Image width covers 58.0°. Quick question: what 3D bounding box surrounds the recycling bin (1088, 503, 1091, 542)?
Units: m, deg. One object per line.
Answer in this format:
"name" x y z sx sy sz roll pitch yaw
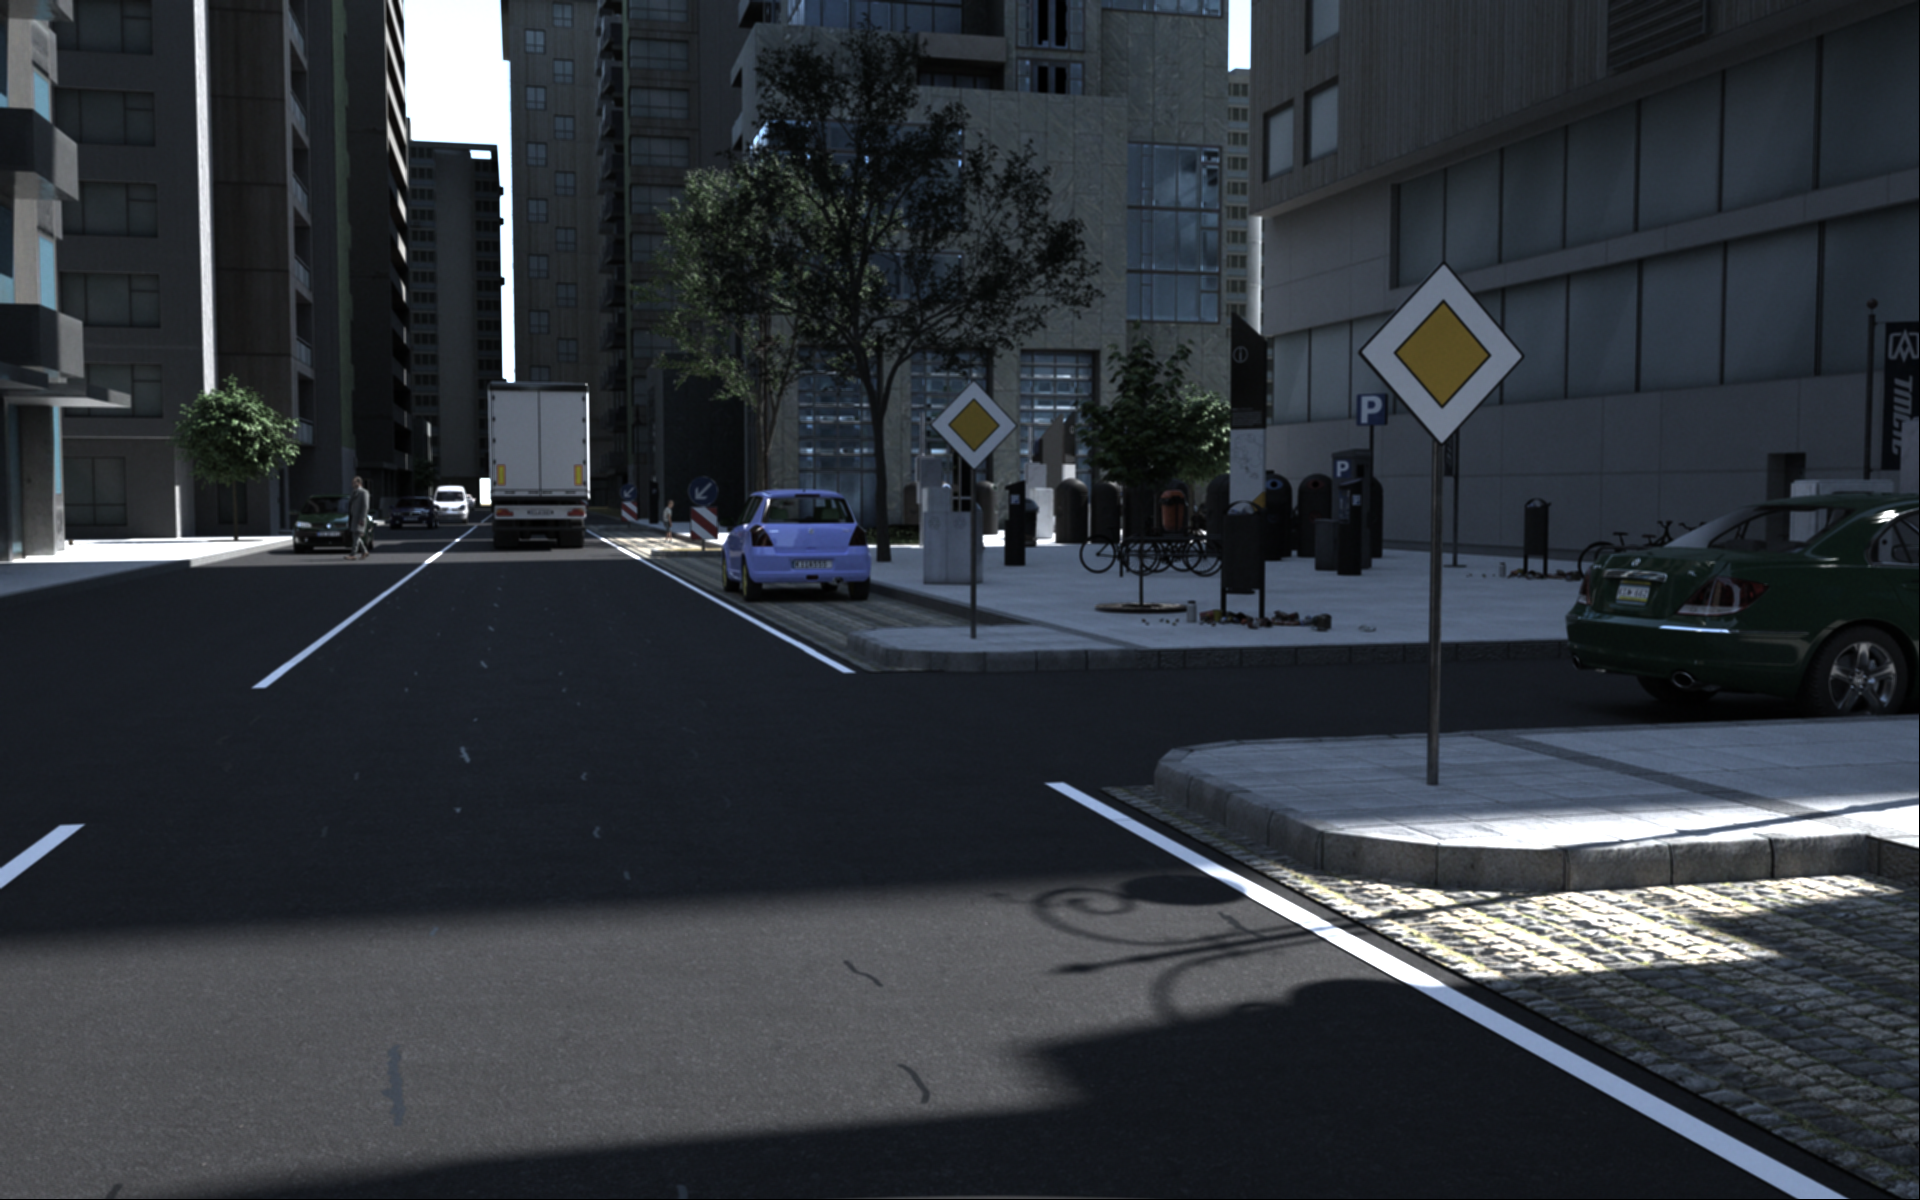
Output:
"recycling bin" 3.506 -2.091 46.738 0.722 1.027 0.722 2 4 34

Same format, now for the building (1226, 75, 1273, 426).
"building" 14.565 -28.481 157.545 23.993 40.220 32.217 -1 4 -14

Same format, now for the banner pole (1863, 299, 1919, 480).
"banner pole" 11.908 -1.970 22.228 0.863 3.779 0.401 1 4 20

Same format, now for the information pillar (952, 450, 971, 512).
"information pillar" 0.065 -1.476 28.625 0.304 2.012 0.304 -2 4 -23

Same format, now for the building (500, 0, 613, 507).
"building" -34.314 -36.415 184.618 27.495 52.752 28.713 -1 4 -14

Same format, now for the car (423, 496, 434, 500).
"car" -29.931 -5.245 98.333 1.945 1.354 3.894 -1 4 -13

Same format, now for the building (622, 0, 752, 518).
"building" -12.230 -25.425 99.297 14.154 41.232 14.086 -1 4 -14

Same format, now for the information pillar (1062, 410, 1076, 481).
"information pillar" 3.038 -3.475 48.171 0.183 3.616 0.504 3 5 44

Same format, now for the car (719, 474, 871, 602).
"car" -2.370 -0.903 24.352 1.945 1.707 3.694 -1 4 -14

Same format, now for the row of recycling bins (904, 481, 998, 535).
"row of recycling bins" -0.301 -2.846 53.652 3.534 1.692 1.069 -3 5 -41

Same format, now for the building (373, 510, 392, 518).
"building" -47.805 -24.530 92.951 32.217 40.220 23.993 -1 4 -14

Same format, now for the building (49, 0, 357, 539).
"building" -27.171 -22.641 53.775 14.154 41.232 14.086 -1 4 -14

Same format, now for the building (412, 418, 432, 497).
"building" -61.081 -50.785 143.003 31.000 86.520 22.319 -1 4 -14

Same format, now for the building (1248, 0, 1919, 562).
"building" 23.481 -27.269 35.083 27.495 52.752 28.713 -1 4 -14

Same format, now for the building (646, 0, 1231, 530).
"building" -1.499 -46.604 74.654 22.319 86.520 31.000 -1 4 -14

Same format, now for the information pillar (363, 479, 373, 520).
"information pillar" -29.294 -4.968 85.725 0.304 2.012 0.304 1 4 17

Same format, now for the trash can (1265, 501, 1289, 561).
"trash can" 5.968 -1.328 33.373 0.748 1.137 0.748 0 3 0

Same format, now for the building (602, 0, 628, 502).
"building" -13.324 -28.526 121.028 22.147 44.769 28.867 -1 4 -14

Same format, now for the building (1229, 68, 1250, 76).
"building" 30.697 -29.830 171.322 14.086 41.232 14.154 -1 4 -14

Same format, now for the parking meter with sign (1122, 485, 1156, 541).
"parking meter with sign" 5.163 -3.094 46.855 1.738 3.016 0.543 -1 4 -22

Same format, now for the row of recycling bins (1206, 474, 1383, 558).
"row of recycling bins" 6.792 -1.724 35.293 3.534 1.692 1.069 1 4 8

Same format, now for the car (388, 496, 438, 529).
"car" -22.610 -3.619 71.750 1.945 1.354 3.894 -1 4 -13

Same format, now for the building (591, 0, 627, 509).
"building" -19.712 -32.429 149.824 23.786 49.044 30.456 -1 4 -14

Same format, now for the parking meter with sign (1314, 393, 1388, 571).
"parking meter with sign" 6.648 -2.036 29.553 0.543 3.016 1.738 3 4 39

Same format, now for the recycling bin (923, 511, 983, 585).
"recycling bin" -0.094 -0.751 24.841 0.722 1.027 0.722 1 4 14

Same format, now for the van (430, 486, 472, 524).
"van" -24.597 -4.682 83.570 2.013 2.044 4.112 -1 4 -15

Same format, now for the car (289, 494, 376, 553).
"car" -15.598 -2.042 43.176 2.009 1.686 4.222 -1 4 -16

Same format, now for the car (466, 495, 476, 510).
"car" -44.918 -8.834 156.803 2.083 1.381 4.827 -1 4 -16

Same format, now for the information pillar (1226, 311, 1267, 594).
"information pillar" 3.667 -1.883 22.139 0.504 3.616 0.183 3 4 36

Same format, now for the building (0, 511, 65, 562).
"building" -26.188 -24.649 22.613 23.786 49.044 30.456 -1 4 -14

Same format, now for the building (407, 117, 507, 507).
"building" -59.692 -29.876 180.349 23.993 40.220 32.217 -1 4 -14

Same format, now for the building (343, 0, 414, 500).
"building" -48.851 -30.122 116.202 21.300 48.544 21.600 -1 4 -14

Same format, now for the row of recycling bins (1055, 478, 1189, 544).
"row of recycling bins" 4.260 -2.332 45.241 3.534 1.692 1.069 -1 4 -9

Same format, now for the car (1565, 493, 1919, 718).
"car" 6.506 0.017 11.528 4.920 1.459 2.131 -1 4 -14

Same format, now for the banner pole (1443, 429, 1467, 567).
"banner pole" 8.590 -2.459 30.225 0.401 3.779 0.863 2 4 35

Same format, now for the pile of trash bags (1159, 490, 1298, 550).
"pile of trash bags" 6.252 -1.847 39.943 3.447 1.369 1.912 -1 4 -12
